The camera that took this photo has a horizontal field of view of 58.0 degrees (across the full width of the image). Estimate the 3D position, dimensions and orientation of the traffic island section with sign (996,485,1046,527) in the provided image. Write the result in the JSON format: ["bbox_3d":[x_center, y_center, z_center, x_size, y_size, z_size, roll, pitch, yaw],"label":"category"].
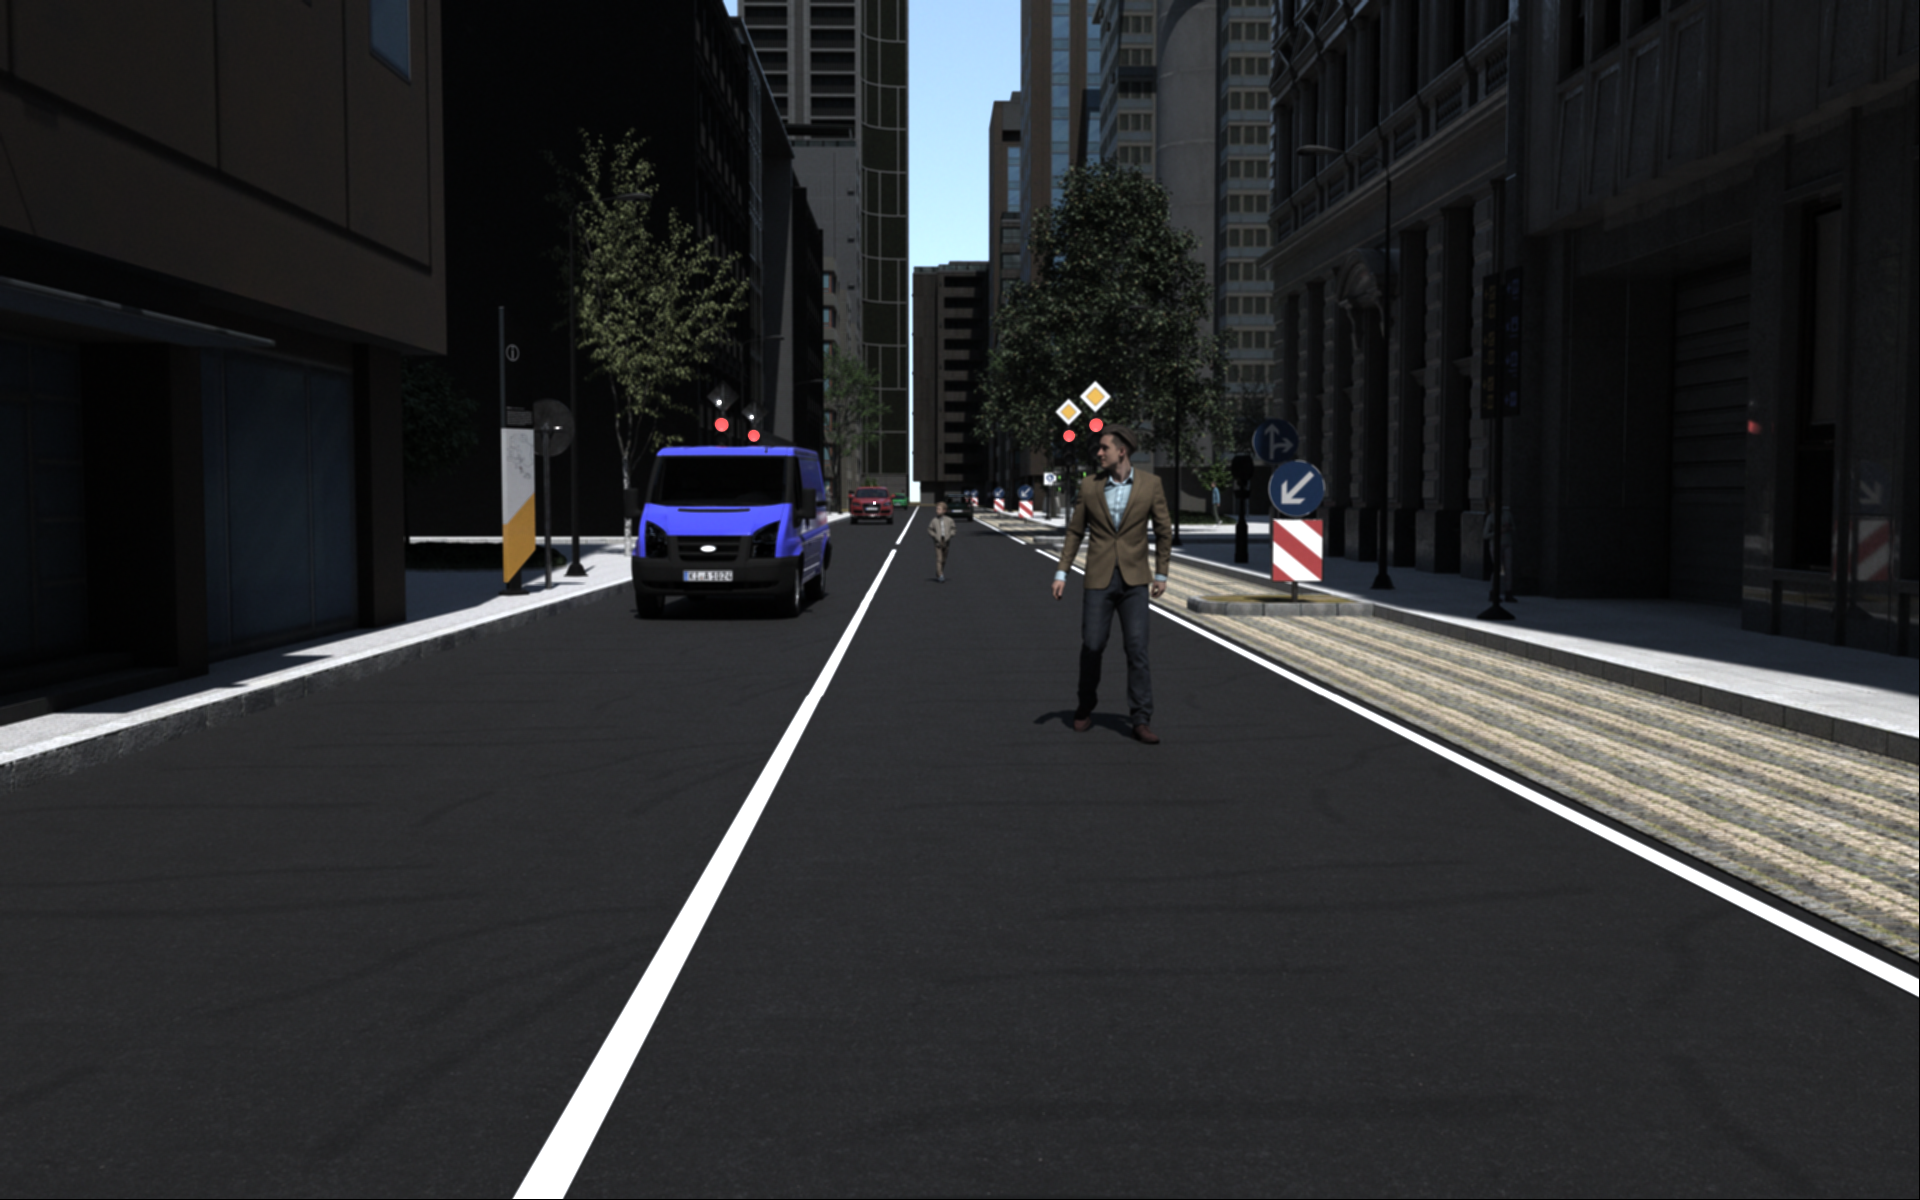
[{"bbox_3d":[2.720,-4.102,75.697,1.989,1.847,2.006,0,4,-1],"label":"traffic island section with sign"}]

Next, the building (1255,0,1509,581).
[{"bbox_3d":[12.358,-12.396,31.557,11.050,23.489,19.941,0,4,-1],"label":"building"}]

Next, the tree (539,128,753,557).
[{"bbox_3d":[-6.643,-5.185,35.132,4.737,8.622,4.395,0,3,0],"label":"tree"}]

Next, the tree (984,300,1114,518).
[{"bbox_3d":[4.786,-10.141,91.559,9.928,11.665,9.643,0,3,0],"label":"tree"}]

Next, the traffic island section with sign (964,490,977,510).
[{"bbox_3d":[1.151,-8.839,153.153,1.989,1.847,2.006,0,4,-1],"label":"traffic island section with sign"}]

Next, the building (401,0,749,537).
[{"bbox_3d":[-14.156,-14.037,59.188,12.332,23.373,15.834,0,4,-1],"label":"building"}]

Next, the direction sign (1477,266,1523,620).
[{"bbox_3d":[5.509,-1.572,17.696,0.379,3.537,0.876,0,4,-7],"label":"direction sign"}]

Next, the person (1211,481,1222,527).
[{"bbox_3d":[10.087,-3.772,68.056,0.444,1.785,0.601,1,4,15],"label":"person"}]

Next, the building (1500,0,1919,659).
[{"bbox_3d":[13.093,-11.841,11.627,12.078,24.808,19.932,0,4,-1],"label":"building"}]

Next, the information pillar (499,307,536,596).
[{"bbox_3d":[-5.620,-1.873,21.970,0.183,3.616,0.504,2,4,34],"label":"information pillar"}]

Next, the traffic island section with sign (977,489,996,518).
[{"bbox_3d":[2.173,-5.750,102.647,1.989,1.847,2.006,0,4,-1],"label":"traffic island section with sign"}]

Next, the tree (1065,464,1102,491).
[{"bbox_3d":[5.600,-4.984,76.090,1.663,3.219,1.824,0,3,0],"label":"tree"}]

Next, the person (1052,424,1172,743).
[{"bbox_3d":[0.888,-0.110,10.207,0.656,1.842,0.836,-1,4,-22],"label":"person"}]

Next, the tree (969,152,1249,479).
[{"bbox_3d":[4.972,-8.643,58.323,9.611,12.733,9.660,0,3,0],"label":"tree"}]

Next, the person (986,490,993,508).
[{"bbox_3d":[2.746,-9.558,163.260,0.436,1.711,0.756,-3,4,-37],"label":"person"}]

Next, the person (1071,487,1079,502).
[{"bbox_3d":[5.426,-4.463,79.358,0.721,1.781,0.623,2,4,31],"label":"person"}]

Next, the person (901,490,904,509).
[{"bbox_3d":[-5.638,-9.884,170.109,0.705,1.824,1.348,0,4,-4],"label":"person"}]

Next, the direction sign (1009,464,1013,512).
[{"bbox_3d":[3.584,-7.906,121.255,0.379,3.537,0.876,0,4,2],"label":"direction sign"}]

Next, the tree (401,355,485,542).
[{"bbox_3d":[-12.193,-3.317,37.952,4.285,4.588,4.351,0,3,0],"label":"tree"}]

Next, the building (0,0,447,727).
[{"bbox_3d":[-12.015,-21.970,9.314,14.600,45.320,14.200,0,4,-1],"label":"building"}]

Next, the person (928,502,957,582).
[{"bbox_3d":[-0.284,-0.949,28.285,0.475,1.303,0.640,-1,4,-17],"label":"person"}]

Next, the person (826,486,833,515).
[{"bbox_3d":[-8.056,-6.147,106.733,0.526,1.800,0.537,0,4,7],"label":"person"}]

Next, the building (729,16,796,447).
[{"bbox_3d":[-16.072,-16.131,82.804,14.314,24.678,30.058,0,4,-1],"label":"building"}]

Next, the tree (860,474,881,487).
[{"bbox_3d":[-9.157,-10.792,171.042,1.663,3.219,1.824,0,3,0],"label":"tree"}]

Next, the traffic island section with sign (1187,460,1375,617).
[{"bbox_3d":[3.825,-0.761,21.071,1.989,1.847,2.006,0,4,-1],"label":"traffic island section with sign"}]

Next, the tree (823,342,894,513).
[{"bbox_3d":[-8.641,-11.872,119.865,9.928,11.665,9.643,0,3,0],"label":"tree"}]

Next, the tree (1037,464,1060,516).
[{"bbox_3d":[5.100,-6.403,99.286,1.663,3.219,1.824,0,3,0],"label":"tree"}]

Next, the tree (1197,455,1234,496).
[{"bbox_3d":[11.688,-5.151,78.819,1.663,3.219,1.824,0,3,0],"label":"tree"}]

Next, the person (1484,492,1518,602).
[{"bbox_3d":[6.444,-0.627,20.569,0.425,1.301,0.394,-2,4,-32],"label":"person"}]

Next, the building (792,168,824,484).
[{"bbox_3d":[-14.963,-16.887,105.774,12.332,23.373,15.834,0,4,-1],"label":"building"}]

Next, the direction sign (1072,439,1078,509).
[{"bbox_3d":[4.585,-4.717,69.128,0.379,3.537,0.876,1,4,19],"label":"direction sign"}]

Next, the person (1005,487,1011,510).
[{"bbox_3d":[3.907,-8.205,140.283,0.705,1.814,1.350,-1,4,-12],"label":"person"}]

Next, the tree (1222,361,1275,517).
[{"bbox_3d":[15.989,-8.935,96.444,4.360,8.622,3.978,0,3,0],"label":"tree"}]

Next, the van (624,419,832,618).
[{"bbox_3d":[-2.793,-1.070,21.878,2.240,2.365,5.245,0,4,0],"label":"van"}]
